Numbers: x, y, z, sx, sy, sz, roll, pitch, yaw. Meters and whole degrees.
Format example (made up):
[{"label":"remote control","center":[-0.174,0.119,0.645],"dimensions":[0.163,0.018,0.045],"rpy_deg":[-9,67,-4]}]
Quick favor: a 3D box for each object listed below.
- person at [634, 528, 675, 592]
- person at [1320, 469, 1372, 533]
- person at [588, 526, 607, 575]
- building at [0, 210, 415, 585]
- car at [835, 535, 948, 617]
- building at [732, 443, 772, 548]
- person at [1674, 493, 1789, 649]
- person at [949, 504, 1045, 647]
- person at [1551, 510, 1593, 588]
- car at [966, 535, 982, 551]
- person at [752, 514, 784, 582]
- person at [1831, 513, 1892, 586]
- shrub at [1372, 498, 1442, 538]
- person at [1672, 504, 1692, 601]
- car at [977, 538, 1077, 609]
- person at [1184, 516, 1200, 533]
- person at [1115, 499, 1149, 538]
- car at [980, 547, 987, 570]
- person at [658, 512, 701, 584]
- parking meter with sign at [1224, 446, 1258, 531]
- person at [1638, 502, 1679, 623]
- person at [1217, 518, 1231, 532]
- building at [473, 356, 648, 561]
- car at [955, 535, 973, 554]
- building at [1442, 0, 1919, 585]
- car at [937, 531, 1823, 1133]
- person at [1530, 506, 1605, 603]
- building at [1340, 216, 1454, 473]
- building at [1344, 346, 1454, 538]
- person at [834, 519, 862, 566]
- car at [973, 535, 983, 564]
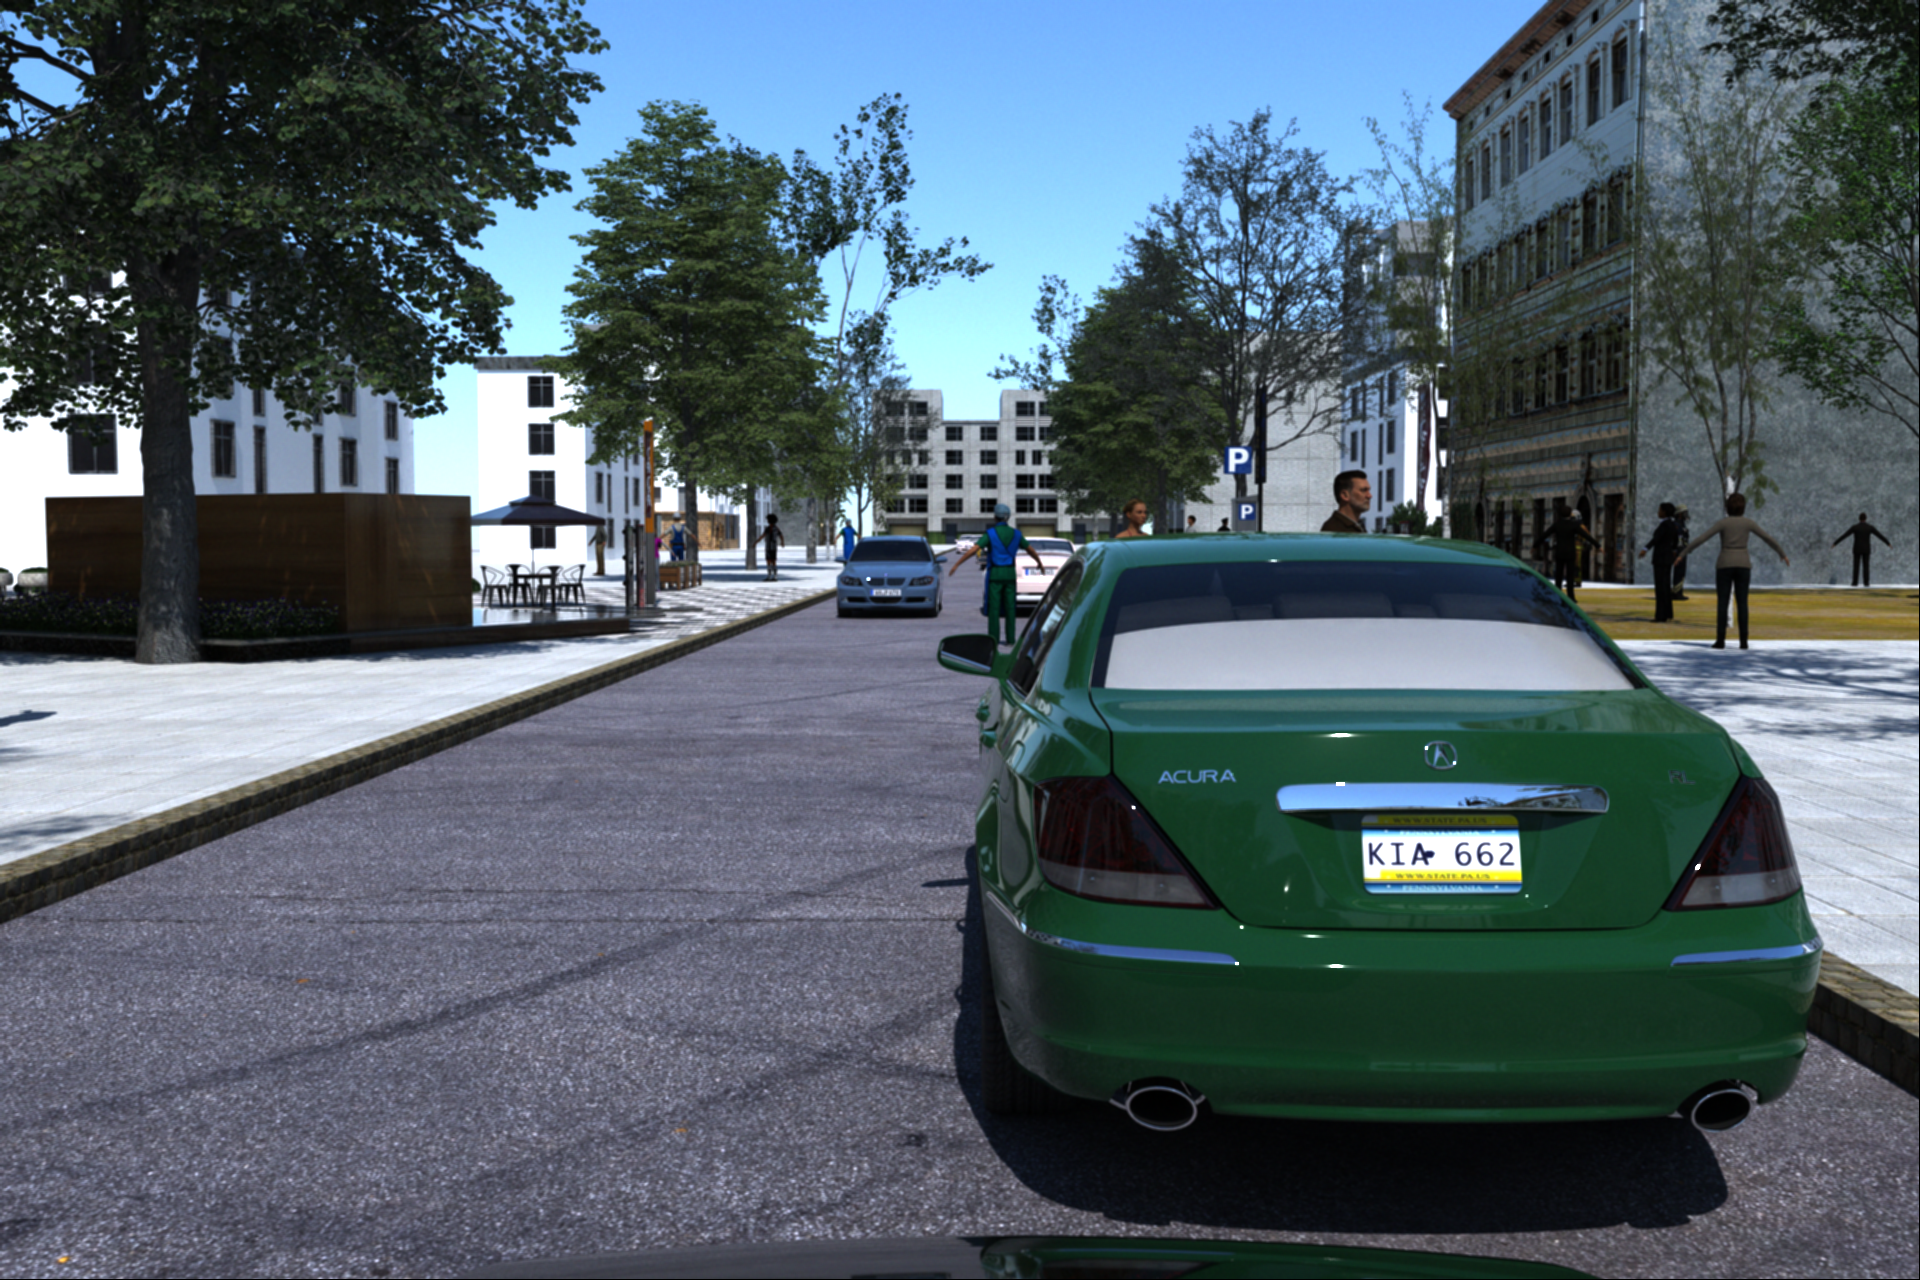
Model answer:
[{"label":"person","center":[-6.752,-1.764,38.104],"dimensions":[0.991,1.433,0.599],"rpy_deg":[0,4,-2]},{"label":"person","center":[2.343,-0.104,10.302],"dimensions":[0.704,1.812,1.346],"rpy_deg":[3,4,36]},{"label":"person","center":[-11.223,-2.910,53.844],"dimensions":[0.705,1.796,1.348],"rpy_deg":[-2,4,-32]},{"label":"building","center":[-23.622,-7.047,57.374],"dimensions":[9.099,9.664,28.070],"rpy_deg":[0,4,2]},{"label":"car","center":[-1.217,-1.182,31.326],"dimensions":[2.014,1.417,4.499],"rpy_deg":[0,4,1]},{"label":"building","center":[-22.709,-13.805,167.857],"dimensions":[9.099,9.664,28.070],"rpy_deg":[0,4,1]},{"label":"person","center":[8.645,-0.773,19.398],"dimensions":[1.215,1.744,0.721],"rpy_deg":[1,4,11]},{"label":"person","center":[0.512,-0.825,22.068],"dimensions":[1.347,1.817,0.704],"rpy_deg":[-2,4,-25]},{"label":"person","center":[14.753,-2.193,41.622],"dimensions":[0.705,1.858,1.354],"rpy_deg":[-1,4,-22]},{"label":"car","center":[1.438,-6.421,117.347],"dimensions":[2.083,1.381,4.827],"rpy_deg":[0,4,1]},{"label":"person","center":[-5.105,-2.478,46.657],"dimensions":[0.704,1.843,1.345],"rpy_deg":[2,4,31]},{"label":"person","center":[22.222,-2.230,42.683],"dimensions":[1.346,1.802,0.704],"rpy_deg":[2,4,23]},{"label":"shrub","center":[9.768,-2.067,37.840],"dimensions":[1.661,2.075,1.752],"rpy_deg":[0,3,0]},{"label":"person","center":[13.959,-1.696,33.514],"dimensions":[0.705,1.856,1.354],"rpy_deg":[2,4,29]},{"label":"car","center":[1.360,-1.181,31.679],"dimensions":[2.083,1.381,4.827],"rpy_deg":[0,3,0]},{"label":"person","center":[6.543,-2.629,49.170],"dimensions":[0.705,1.806,1.347],"rpy_deg":[-2,4,-27]},{"label":"person","center":[1.564,-0.344,14.879],"dimensions":[1.217,1.733,0.721],"rpy_deg":[-2,4,-34]},{"label":"car","center":[1.689,-3.674,69.853],"dimensions":[2.009,1.686,4.222],"rpy_deg":[0,4,0]},{"label":"person","center":[-7.258,-2.358,44.416],"dimensions":[1.347,1.847,0.705],"rpy_deg":[-2,4,-25]},{"label":"parking meter with sign","center":[5.501,-2.287,33.651],"dimensions":[0.543,3.016,1.738],"rpy_deg":[0,4,1]},{"label":"person","center":[10.164,-1.130,25.203],"dimensions":[0.721,1.740,1.216],"rpy_deg":[3,5,43]},{"label":"person","center":[8.996,-3.229,58.734],"dimensions":[0.705,1.837,1.347],"rpy_deg":[-3,4,-38]},{"label":"building","center":[-21.803,-9.406,95.934],"dimensions":[9.099,9.664,28.070],"rpy_deg":[0,4,1]},{"label":"car","center":[0.673,-7.040,127.472],"dimensions":[2.083,1.381,4.827],"rpy_deg":[0,4,1]},{"label":"building","center":[26.492,-13.522,52.018],"dimensions":[19.493,23.208,18.063],"rpy_deg":[0,4,2]},{"label":"car","center":[0.973,0.373,5.696],"dimensions":[2.131,1.459,4.920],"rpy_deg":[0,4,1]},{"label":"person","center":[11.257,-1.590,32.182],"dimensions":[1.347,1.806,0.705],"rpy_deg":[2,4,32]},{"label":"building","center":[28.449,-15.187,104.722],"dimensions":[16.016,20.090,11.380],"rpy_deg":[0,4,2]},{"label":"building","center":[24.300,-8.270,77.357],"dimensions":[9.099,9.664,28.070],"rpy_deg":[0,4,2]},{"label":"person","center":[-3.840,-3.298,60.054],"dimensions":[1.347,1.817,0.704],"rpy_deg":[-3,4,-37]},{"label":"car","center":[1.665,-4.608,85.564],"dimensions":[2.015,1.641,3.980],"rpy_deg":[0,3,0]}]
